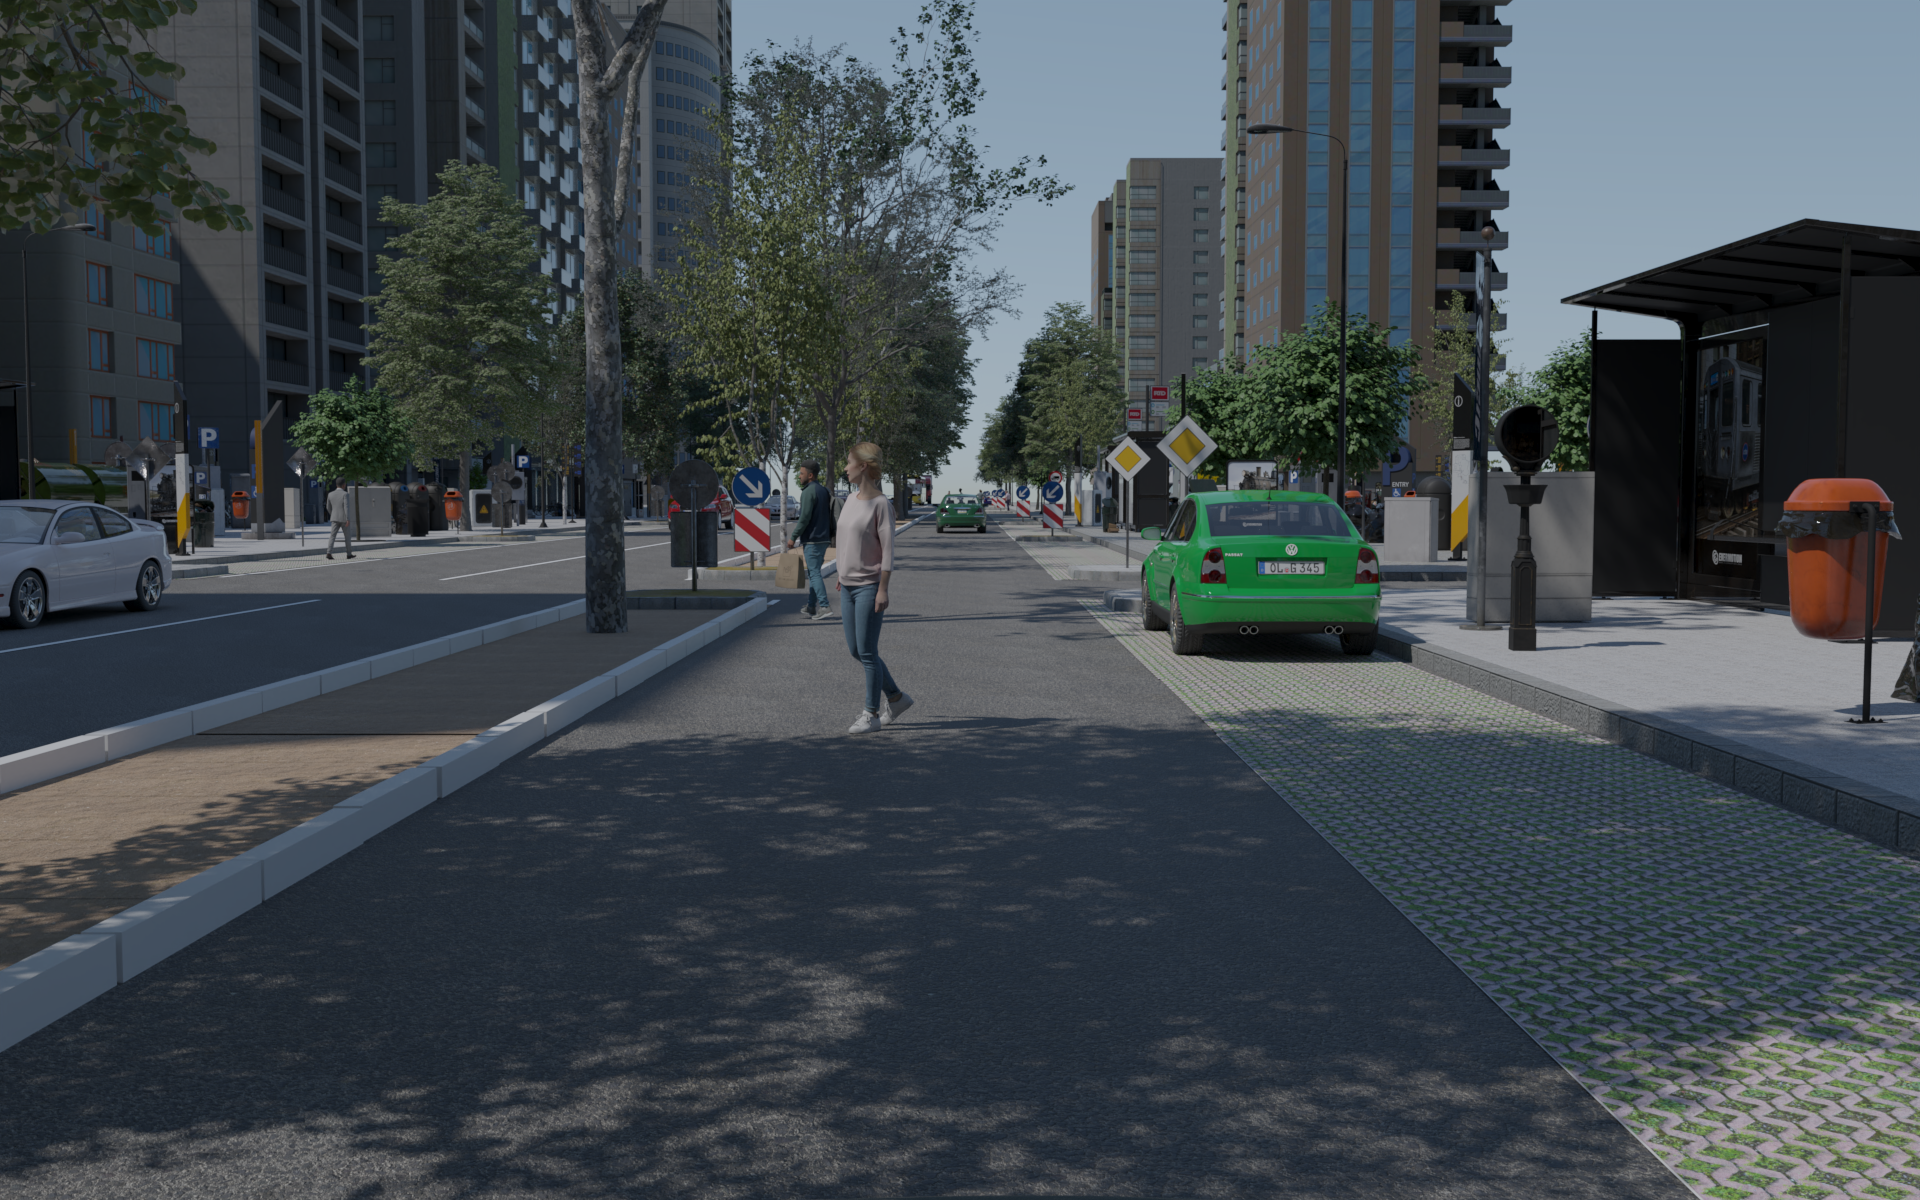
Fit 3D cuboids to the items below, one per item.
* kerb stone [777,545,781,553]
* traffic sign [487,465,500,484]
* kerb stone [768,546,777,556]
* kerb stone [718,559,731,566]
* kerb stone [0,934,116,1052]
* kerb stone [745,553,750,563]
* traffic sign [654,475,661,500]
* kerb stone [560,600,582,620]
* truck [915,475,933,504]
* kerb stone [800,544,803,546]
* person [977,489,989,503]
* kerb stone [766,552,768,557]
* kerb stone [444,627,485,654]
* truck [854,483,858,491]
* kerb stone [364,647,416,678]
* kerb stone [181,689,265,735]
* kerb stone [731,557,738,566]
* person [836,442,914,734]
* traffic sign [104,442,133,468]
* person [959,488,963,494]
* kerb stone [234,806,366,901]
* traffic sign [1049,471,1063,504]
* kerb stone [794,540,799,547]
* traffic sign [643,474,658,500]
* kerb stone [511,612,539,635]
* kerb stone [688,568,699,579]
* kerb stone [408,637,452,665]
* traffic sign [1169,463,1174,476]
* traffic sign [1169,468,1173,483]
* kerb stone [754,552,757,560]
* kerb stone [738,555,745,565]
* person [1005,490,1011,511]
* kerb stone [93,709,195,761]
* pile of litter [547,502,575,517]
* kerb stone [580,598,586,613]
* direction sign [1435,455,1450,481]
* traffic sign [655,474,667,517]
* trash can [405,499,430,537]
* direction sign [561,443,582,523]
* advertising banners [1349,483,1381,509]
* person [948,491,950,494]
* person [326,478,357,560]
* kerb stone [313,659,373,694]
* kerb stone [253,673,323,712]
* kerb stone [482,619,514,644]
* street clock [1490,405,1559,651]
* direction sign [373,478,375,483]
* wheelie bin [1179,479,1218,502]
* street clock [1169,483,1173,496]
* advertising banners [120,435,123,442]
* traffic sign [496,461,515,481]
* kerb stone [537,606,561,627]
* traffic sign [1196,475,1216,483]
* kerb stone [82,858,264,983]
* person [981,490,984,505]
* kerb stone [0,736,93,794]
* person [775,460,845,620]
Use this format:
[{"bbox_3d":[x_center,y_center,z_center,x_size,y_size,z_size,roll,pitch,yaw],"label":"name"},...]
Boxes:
[{"bbox_3d":[-4.479,-1.212,42.014,0.120,0.150,1.000,0,4,0],"label":"kerb stone"},{"bbox_3d":[-20.693,-4.711,77.125,0.768,2.556,0.104,0,4,4],"label":"traffic sign"},{"bbox_3d":[-4.497,-1.150,40.992,0.120,0.150,1.000,0,4,0],"label":"kerb stone"},{"bbox_3d":[-4.519,-0.647,32.813,0.120,0.150,1.000,0,4,0],"label":"kerb stone"},{"bbox_3d":[-2.521,1.079,4.549,0.120,0.150,1.000,0,4,0],"label":"kerb stone"},{"bbox_3d":[-4.499,-0.835,35.882,0.120,0.150,1.000,0,4,0],"label":"kerb stone"},{"bbox_3d":[-17.871,-6.299,103.099,0.768,2.556,0.104,0,4,3],"label":"traffic sign"},{"bbox_3d":[-4.556,0.139,19.969,0.120,0.150,1.000,0,4,0],"label":"kerb stone"},{"bbox_3d":[-5.366,-16.268,254.888,2.839,4.237,11.283,0,4,0],"label":"truck"},{"bbox_3d":[-4.459,-1.589,48.176,0.120,0.150,1.000,0,4,0],"label":"kerb stone"},{"bbox_3d":[1.633,-8.023,139.765,1.350,1.814,0.705,0,4,-1],"label":"person"},{"bbox_3d":[-4.499,-1.023,38.948,0.120,0.150,1.000,0,4,0],"label":"kerb stone"},{"bbox_3d":[-4.582,0.387,15.875,0.120,0.150,1.000,0,4,0],"label":"kerb stone"},{"bbox_3d":[-10.366,-12.957,201.606,2.967,4.110,18.799,0,4,0],"label":"truck"},{"bbox_3d":[-4.586,0.512,13.824,0.120,0.150,1.000,0,4,0],"label":"kerb stone"},{"bbox_3d":[-4.599,0.700,10.757,0.120,0.150,1.000,0,4,0],"label":"kerb stone"},{"bbox_3d":[-4.516,-0.712,33.836,0.120,0.150,1.000,0,4,0],"label":"kerb stone"},{"bbox_3d":[-0.528,-0.083,10.534,0.598,1.740,0.731,-3,5,-43],"label":"person"},{"bbox_3d":[-20.425,-2.567,42.078,0.768,2.556,0.104,0,4,6],"label":"traffic sign"},{"bbox_3d":[0.020,-5.743,102.735,0.374,1.781,0.599,1,4,15],"label":"person"},{"bbox_3d":[-2.509,0.959,6.600,0.120,0.150,1.000,0,4,0],"label":"kerb stone"},{"bbox_3d":[5.243,-5.810,95.098,0.768,2.556,0.104,0,4,3],"label":"traffic sign"},{"bbox_3d":[-4.470,-1.463,46.116,0.120,0.150,1.000,0,4,0],"label":"kerb stone"},{"bbox_3d":[-18.042,-6.184,101.115,0.884,2.594,0.081,0,4,3],"label":"traffic sign"},{"bbox_3d":[-4.571,0.261,17.923,0.120,0.150,1.000,0,4,0],"label":"kerb stone"},{"bbox_3d":[-4.529,-0.460,29.727,0.120,0.150,1.000,0,4,0],"label":"kerb stone"},{"bbox_3d":[-4.585,0.451,14.846,0.120,0.150,1.000,0,4,0],"label":"kerb stone"},{"bbox_3d":[8.023,-4.151,67.978,0.768,2.556,0.104,0,4,1],"label":"traffic sign"},{"bbox_3d":[7.928,-3.959,66.862,0.606,2.300,0.079,1,4,8],"label":"traffic sign"},{"bbox_3d":[-4.497,-0.900,36.904,0.120,0.150,1.000,0,4,0],"label":"kerb stone"},{"bbox_3d":[-4.506,-0.771,34.858,0.120,0.150,1.000,0,4,0],"label":"kerb stone"},{"bbox_3d":[3.597,-7.498,132.035,0.436,1.711,0.756,3,5,44],"label":"person"},{"bbox_3d":[-4.602,0.762,9.735,0.120,0.150,1.000,0,4,0],"label":"kerb stone"},{"bbox_3d":[-22.785,-5.188,98.783,1.719,0.858,1.176,1,4,10],"label":"pile of litter"},{"bbox_3d":[-4.559,0.074,20.991,0.120,0.150,1.000,0,4,0],"label":"kerb stone"},{"bbox_3d":[27.955,-6.625,100.317,0.876,3.537,0.379,2,4,32],"label":"direction sign"},{"bbox_3d":[-16.384,-5.804,95.004,0.768,2.556,0.104,0,4,8],"label":"traffic sign"},{"bbox_3d":[-16.287,-2.469,52.027,0.748,1.137,0.748,0,3,0],"label":"trash can"},{"bbox_3d":[-17.152,-5.171,76.542,0.876,3.537,0.379,0,4,0],"label":"direction sign"},{"bbox_3d":[17.034,-4.664,72.444,2.074,3.025,0.090,-2,4,-23],"label":"advertising banners"},{"bbox_3d":[-1.233,-11.885,202.752,0.705,1.831,1.348,3,5,44],"label":"person"},{"bbox_3d":[-13.538,-1.774,37.785,0.678,1.792,0.850,1,4,15],"label":"person"},{"bbox_3d":[-4.592,0.576,12.802,0.120,0.150,1.000,0,4,0],"label":"kerb stone"},{"bbox_3d":[-4.600,0.637,11.780,0.120,0.150,1.000,0,4,0],"label":"kerb stone"},{"bbox_3d":[-4.569,0.324,16.901,0.120,0.150,1.000,0,4,0],"label":"kerb stone"},{"bbox_3d":[4.619,-0.587,14.171,0.471,2.002,0.358,0,4,6],"label":"street clock"},{"bbox_3d":[-26.258,-5.237,77.616,0.379,3.537,0.876,0,4,-3],"label":"direction sign"},{"bbox_3d":[5.058,-1.750,36.514,0.980,1.594,0.693,-2,4,-24],"label":"wheelie bin"},{"bbox_3d":[8.614,-4.130,72.096,0.471,2.002,0.358,-1,4,-20],"label":"street clock"},{"bbox_3d":[-25.554,-3.451,52.613,0.090,3.025,2.074,-2,4,-33],"label":"advertising banners"},{"bbox_3d":[-17.678,-4.116,67.395,0.768,2.556,0.104,0,4,8],"label":"traffic sign"},{"bbox_3d":[-4.568,0.204,18.946,0.120,0.150,1.000,0,4,0],"label":"kerb stone"},{"bbox_3d":[8.544,-3.696,54.302,2.265,3.308,0.079,0,4,6],"label":"traffic sign"},{"bbox_3d":[-2.511,1.017,5.572,0.120,0.150,1.000,0,4,0],"label":"kerb stone"},{"bbox_3d":[2.176,-10.374,178.104,0.705,1.826,1.348,-2,4,-24],"label":"person"},{"bbox_3d":[-4.605,0.825,8.704,0.120,0.150,1.000,0,4,0],"label":"kerb stone"},{"bbox_3d":[-1.709,-0.691,19.787,0.713,1.824,0.794,3,5,42],"label":"person"}]
